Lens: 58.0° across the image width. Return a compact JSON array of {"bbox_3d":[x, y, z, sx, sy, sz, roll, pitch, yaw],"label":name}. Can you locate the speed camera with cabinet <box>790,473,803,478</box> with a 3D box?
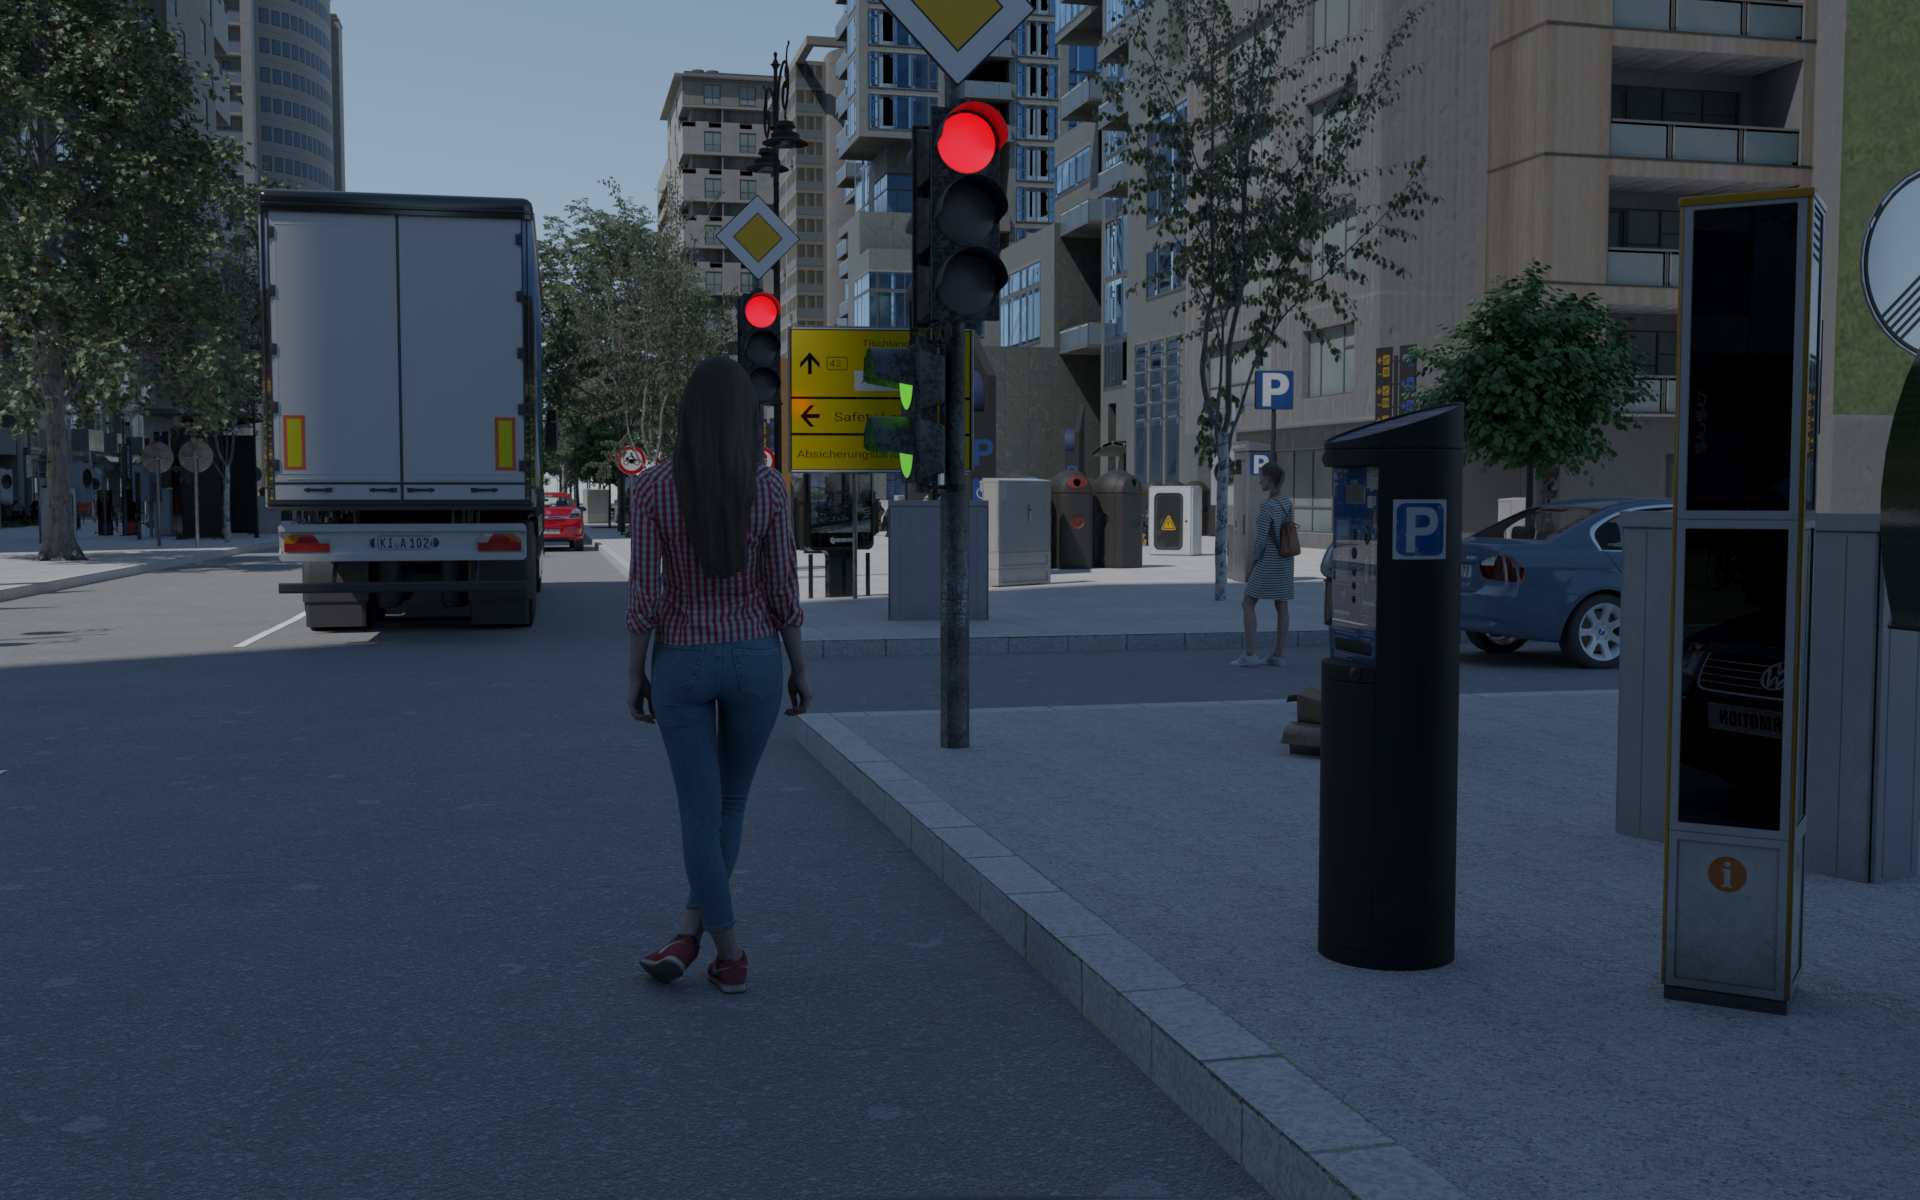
[{"bbox_3d":[-5.993,-4.275,64.240,0.660,3.252,2.038,0,4,2],"label":"speed camera with cabinet"}]

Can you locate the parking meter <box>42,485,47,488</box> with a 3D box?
[{"bbox_3d":[-25.852,-2.494,49.186,0.372,1.533,0.369,0,3,0],"label":"parking meter"}]

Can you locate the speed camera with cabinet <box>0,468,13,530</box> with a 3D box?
[{"bbox_3d":[-34.363,-4.087,61.160,0.660,3.252,2.038,0,4,7],"label":"speed camera with cabinet"}]

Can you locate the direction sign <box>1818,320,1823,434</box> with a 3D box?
[{"bbox_3d":[10.806,-1.864,22.472,0.876,3.537,0.379,-1,4,-21],"label":"direction sign"}]

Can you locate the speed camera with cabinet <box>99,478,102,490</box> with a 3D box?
[{"bbox_3d":[-39.166,-5.035,76.659,2.038,3.252,0.660,-3,5,-45],"label":"speed camera with cabinet"}]

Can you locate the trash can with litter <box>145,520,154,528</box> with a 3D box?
[{"bbox_3d":[-30.460,-3.331,65.855,1.055,1.170,0.624,0,4,0],"label":"trash can with litter"}]

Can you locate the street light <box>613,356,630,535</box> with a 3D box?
[{"bbox_3d":[-10.481,-4.948,53.688,0.468,5.910,1.993,-1,4,-14],"label":"street light"}]

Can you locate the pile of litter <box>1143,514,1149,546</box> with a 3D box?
[{"bbox_3d":[4.477,-1.784,43.139,1.176,0.858,1.719,0,4,0],"label":"pile of litter"}]

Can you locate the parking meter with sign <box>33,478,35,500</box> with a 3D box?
[{"bbox_3d":[-40.544,-4.974,77.586,1.738,3.016,0.543,-1,4,-23],"label":"parking meter with sign"}]

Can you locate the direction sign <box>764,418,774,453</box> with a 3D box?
[{"bbox_3d":[-5.730,-3.664,51.899,0.379,3.537,0.876,-3,4,-37],"label":"direction sign"}]

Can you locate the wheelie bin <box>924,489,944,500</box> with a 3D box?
[{"bbox_3d":[-0.725,-3.052,57.807,0.980,1.594,0.693,0,4,-1],"label":"wheelie bin"}]

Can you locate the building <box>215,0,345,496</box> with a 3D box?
[{"bbox_3d":[-79.682,-39.606,189.564,21.231,58.520,28.212,-1,4,-14],"label":"building"}]

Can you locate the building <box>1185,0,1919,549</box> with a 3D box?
[{"bbox_3d":[14.302,-21.813,40.231,14.086,41.232,14.154,-1,4,-14],"label":"building"}]

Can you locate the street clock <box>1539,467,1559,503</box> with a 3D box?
[{"bbox_3d":[11.100,-1.718,32.662,0.358,2.002,0.471,0,4,0],"label":"street clock"}]

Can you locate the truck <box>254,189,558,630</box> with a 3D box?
[{"bbox_3d":[-6.487,-2.002,21.644,2.839,4.237,11.283,-1,4,-13],"label":"truck"}]

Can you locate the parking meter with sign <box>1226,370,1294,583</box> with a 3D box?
[{"bbox_3d":[4.312,-1.778,25.324,0.543,3.016,1.738,-1,4,-8],"label":"parking meter with sign"}]

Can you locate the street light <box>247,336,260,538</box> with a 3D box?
[{"bbox_3d":[-20.603,-4.757,50.571,0.468,5.910,1.993,-1,4,-14],"label":"street light"}]

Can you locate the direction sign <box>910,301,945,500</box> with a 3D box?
[{"bbox_3d":[-0.287,-1.704,19.862,0.379,3.537,0.876,-3,5,-41],"label":"direction sign"}]

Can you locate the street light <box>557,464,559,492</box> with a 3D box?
[{"bbox_3d":[-48.308,-14.457,209.151,0.468,5.910,1.993,-1,4,-14],"label":"street light"}]

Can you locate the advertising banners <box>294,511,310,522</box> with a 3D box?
[{"bbox_3d":[-29.374,-4.938,76.919,0.090,3.025,2.074,-3,5,-42],"label":"advertising banners"}]

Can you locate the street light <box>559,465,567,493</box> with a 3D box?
[{"bbox_3d":[-39.574,-12.270,173.396,0.468,5.910,1.993,-1,4,-14],"label":"street light"}]

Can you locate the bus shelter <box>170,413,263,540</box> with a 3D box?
[{"bbox_3d":[-22.062,-3.703,51.823,1.731,3.624,6.357,-1,4,-14],"label":"bus shelter"}]

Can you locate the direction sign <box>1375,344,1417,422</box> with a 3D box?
[{"bbox_3d":[6.677,-2.117,26.610,0.379,3.537,0.876,-2,4,-28],"label":"direction sign"}]

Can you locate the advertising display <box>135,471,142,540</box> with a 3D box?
[{"bbox_3d":[-23.238,-2.677,48.983,0.123,1.923,0.974,-2,4,-26],"label":"advertising display"}]

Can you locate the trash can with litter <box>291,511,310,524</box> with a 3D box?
[{"bbox_3d":[-28.345,-3.895,74.736,1.678,1.210,2.233,0,4,-3],"label":"trash can with litter"}]

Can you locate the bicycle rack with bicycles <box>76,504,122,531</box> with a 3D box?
[{"bbox_3d":[-30.672,-2.910,60.965,2.852,0.926,2.925,-1,4,-15],"label":"bicycle rack with bicycles"}]

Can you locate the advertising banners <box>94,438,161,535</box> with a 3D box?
[{"bbox_3d":[-25.754,-3.514,53.640,2.074,3.025,0.090,0,4,-3],"label":"advertising banners"}]

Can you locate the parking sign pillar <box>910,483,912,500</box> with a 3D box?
[{"bbox_3d":[-1.411,-4.579,63.333,1.447,3.967,1.447,3,5,39],"label":"parking sign pillar"}]

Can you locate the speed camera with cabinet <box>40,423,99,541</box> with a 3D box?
[{"bbox_3d":[-24.714,-3.275,47.881,0.660,3.252,2.038,0,4,-3],"label":"speed camera with cabinet"}]

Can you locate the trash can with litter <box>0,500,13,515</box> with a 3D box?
[{"bbox_3d":[-39.183,-3.668,71.353,1.055,1.170,0.624,3,4,39],"label":"trash can with litter"}]

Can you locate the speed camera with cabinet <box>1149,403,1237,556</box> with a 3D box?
[{"bbox_3d":[4.942,-2.534,35.768,2.038,3.252,0.660,2,4,29],"label":"speed camera with cabinet"}]

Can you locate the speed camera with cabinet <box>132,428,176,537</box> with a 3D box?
[{"bbox_3d":[-24.175,-3.547,52.335,0.660,3.252,2.038,0,4,6],"label":"speed camera with cabinet"}]

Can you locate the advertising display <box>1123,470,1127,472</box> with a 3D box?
[{"bbox_3d":[4.479,-2.586,47.490,0.123,1.923,0.974,1,4,10],"label":"advertising display"}]

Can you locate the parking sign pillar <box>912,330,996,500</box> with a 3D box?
[{"bbox_3d":[0.180,-2.361,27.070,1.447,3.967,1.447,-1,4,-16],"label":"parking sign pillar"}]

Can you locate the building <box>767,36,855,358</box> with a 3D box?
[{"bbox_3d":[-2.235,-27.712,144.973,32.217,40.220,23.993,-1,4,-14],"label":"building"}]

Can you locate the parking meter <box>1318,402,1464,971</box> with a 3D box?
[{"bbox_3d":[1.188,0.221,4.790,0.372,1.533,0.369,0,3,0],"label":"parking meter"}]

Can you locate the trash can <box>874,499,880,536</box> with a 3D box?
[{"bbox_3d":[-2.814,-2.563,53.561,0.748,1.137,0.748,0,3,0],"label":"trash can"}]

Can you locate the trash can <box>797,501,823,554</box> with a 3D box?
[{"bbox_3d":[-3.171,-1.584,37.557,0.748,1.137,0.748,0,3,0],"label":"trash can"}]

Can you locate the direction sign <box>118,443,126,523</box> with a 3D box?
[{"bbox_3d":[-37.545,-5.243,77.712,0.379,3.537,0.876,0,4,-6],"label":"direction sign"}]

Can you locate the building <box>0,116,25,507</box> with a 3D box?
[{"bbox_3d":[-49.603,-26.877,63.143,21.300,48.544,21.600,-1,4,-14],"label":"building"}]

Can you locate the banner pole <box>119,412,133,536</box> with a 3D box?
[{"bbox_3d":[-25.430,-3.844,52.873,0.401,3.779,0.863,-3,5,-44],"label":"banner pole"}]

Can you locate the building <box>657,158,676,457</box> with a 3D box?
[{"bbox_3d":[-30.140,-37.651,239.291,21.300,48.544,21.600,-1,4,-14],"label":"building"}]

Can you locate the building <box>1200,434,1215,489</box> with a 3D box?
[{"bbox_3d":[12.929,-46.363,70.713,22.319,86.520,31.000,-1,4,-14],"label":"building"}]

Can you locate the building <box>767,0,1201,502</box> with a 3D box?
[{"bbox_3d":[-0.031,-49.124,115.852,22.319,86.520,31.000,-1,4,-14],"label":"building"}]

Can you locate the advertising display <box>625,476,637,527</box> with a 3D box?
[{"bbox_3d":[-11.858,-3.534,62.993,0.974,1.923,0.123,-1,4,-12],"label":"advertising display"}]

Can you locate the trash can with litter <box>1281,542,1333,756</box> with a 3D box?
[{"bbox_3d":[2.060,0.163,8.724,0.624,1.170,1.055,2,4,34],"label":"trash can with litter"}]

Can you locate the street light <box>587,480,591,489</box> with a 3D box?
[{"bbox_3d":[-19.729,-7.270,91.655,0.468,5.910,1.993,-1,4,-14],"label":"street light"}]

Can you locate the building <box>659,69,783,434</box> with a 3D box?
[{"bbox_3d":[-21.769,-38.333,215.977,28.713,52.752,27.495,-1,4,-14],"label":"building"}]

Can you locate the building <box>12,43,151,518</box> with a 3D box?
[{"bbox_3d":[-58.535,-29.079,95.049,23.786,49.044,30.456,-1,4,-14],"label":"building"}]

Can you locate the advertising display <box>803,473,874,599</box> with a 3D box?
[{"bbox_3d":[-1.500,-0.996,21.503,0.974,1.923,0.123,-3,4,-37],"label":"advertising display"}]

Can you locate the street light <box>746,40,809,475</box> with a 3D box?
[{"bbox_3d":[-1.928,-2.782,18.274,0.468,5.910,1.993,-1,4,-14],"label":"street light"}]

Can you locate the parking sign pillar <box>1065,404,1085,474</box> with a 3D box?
[{"bbox_3d":[3.415,-3.851,51.441,1.447,3.967,1.447,1,4,11],"label":"parking sign pillar"}]

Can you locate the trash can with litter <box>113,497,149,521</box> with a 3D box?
[{"bbox_3d":[-39.218,-4.321,81.714,2.233,1.210,1.678,2,4,23],"label":"trash can with litter"}]

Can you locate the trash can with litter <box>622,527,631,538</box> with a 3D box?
[{"bbox_3d":[-9.446,-2.443,51.322,1.055,1.170,0.624,-2,4,-32],"label":"trash can with litter"}]

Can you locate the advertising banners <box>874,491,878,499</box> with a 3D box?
[{"bbox_3d":[-4.233,-4.345,67.230,2.074,3.025,0.090,0,4,-5],"label":"advertising banners"}]

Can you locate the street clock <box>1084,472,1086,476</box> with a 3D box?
[{"bbox_3d":[3.674,-2.985,53.379,0.358,2.002,0.471,2,4,35],"label":"street clock"}]

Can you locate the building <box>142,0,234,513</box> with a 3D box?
[{"bbox_3d":[-67.692,-32.614,122.478,28.713,52.752,27.495,-1,4,-14],"label":"building"}]

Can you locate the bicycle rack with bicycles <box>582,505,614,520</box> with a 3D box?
[{"bbox_3d":[-17.013,-4.336,84.281,2.925,0.926,2.852,-3,4,-37],"label":"bicycle rack with bicycles"}]

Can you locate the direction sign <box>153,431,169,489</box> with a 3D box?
[{"bbox_3d":[-28.911,-4.327,62.749,0.876,3.537,0.379,2,4,32],"label":"direction sign"}]
